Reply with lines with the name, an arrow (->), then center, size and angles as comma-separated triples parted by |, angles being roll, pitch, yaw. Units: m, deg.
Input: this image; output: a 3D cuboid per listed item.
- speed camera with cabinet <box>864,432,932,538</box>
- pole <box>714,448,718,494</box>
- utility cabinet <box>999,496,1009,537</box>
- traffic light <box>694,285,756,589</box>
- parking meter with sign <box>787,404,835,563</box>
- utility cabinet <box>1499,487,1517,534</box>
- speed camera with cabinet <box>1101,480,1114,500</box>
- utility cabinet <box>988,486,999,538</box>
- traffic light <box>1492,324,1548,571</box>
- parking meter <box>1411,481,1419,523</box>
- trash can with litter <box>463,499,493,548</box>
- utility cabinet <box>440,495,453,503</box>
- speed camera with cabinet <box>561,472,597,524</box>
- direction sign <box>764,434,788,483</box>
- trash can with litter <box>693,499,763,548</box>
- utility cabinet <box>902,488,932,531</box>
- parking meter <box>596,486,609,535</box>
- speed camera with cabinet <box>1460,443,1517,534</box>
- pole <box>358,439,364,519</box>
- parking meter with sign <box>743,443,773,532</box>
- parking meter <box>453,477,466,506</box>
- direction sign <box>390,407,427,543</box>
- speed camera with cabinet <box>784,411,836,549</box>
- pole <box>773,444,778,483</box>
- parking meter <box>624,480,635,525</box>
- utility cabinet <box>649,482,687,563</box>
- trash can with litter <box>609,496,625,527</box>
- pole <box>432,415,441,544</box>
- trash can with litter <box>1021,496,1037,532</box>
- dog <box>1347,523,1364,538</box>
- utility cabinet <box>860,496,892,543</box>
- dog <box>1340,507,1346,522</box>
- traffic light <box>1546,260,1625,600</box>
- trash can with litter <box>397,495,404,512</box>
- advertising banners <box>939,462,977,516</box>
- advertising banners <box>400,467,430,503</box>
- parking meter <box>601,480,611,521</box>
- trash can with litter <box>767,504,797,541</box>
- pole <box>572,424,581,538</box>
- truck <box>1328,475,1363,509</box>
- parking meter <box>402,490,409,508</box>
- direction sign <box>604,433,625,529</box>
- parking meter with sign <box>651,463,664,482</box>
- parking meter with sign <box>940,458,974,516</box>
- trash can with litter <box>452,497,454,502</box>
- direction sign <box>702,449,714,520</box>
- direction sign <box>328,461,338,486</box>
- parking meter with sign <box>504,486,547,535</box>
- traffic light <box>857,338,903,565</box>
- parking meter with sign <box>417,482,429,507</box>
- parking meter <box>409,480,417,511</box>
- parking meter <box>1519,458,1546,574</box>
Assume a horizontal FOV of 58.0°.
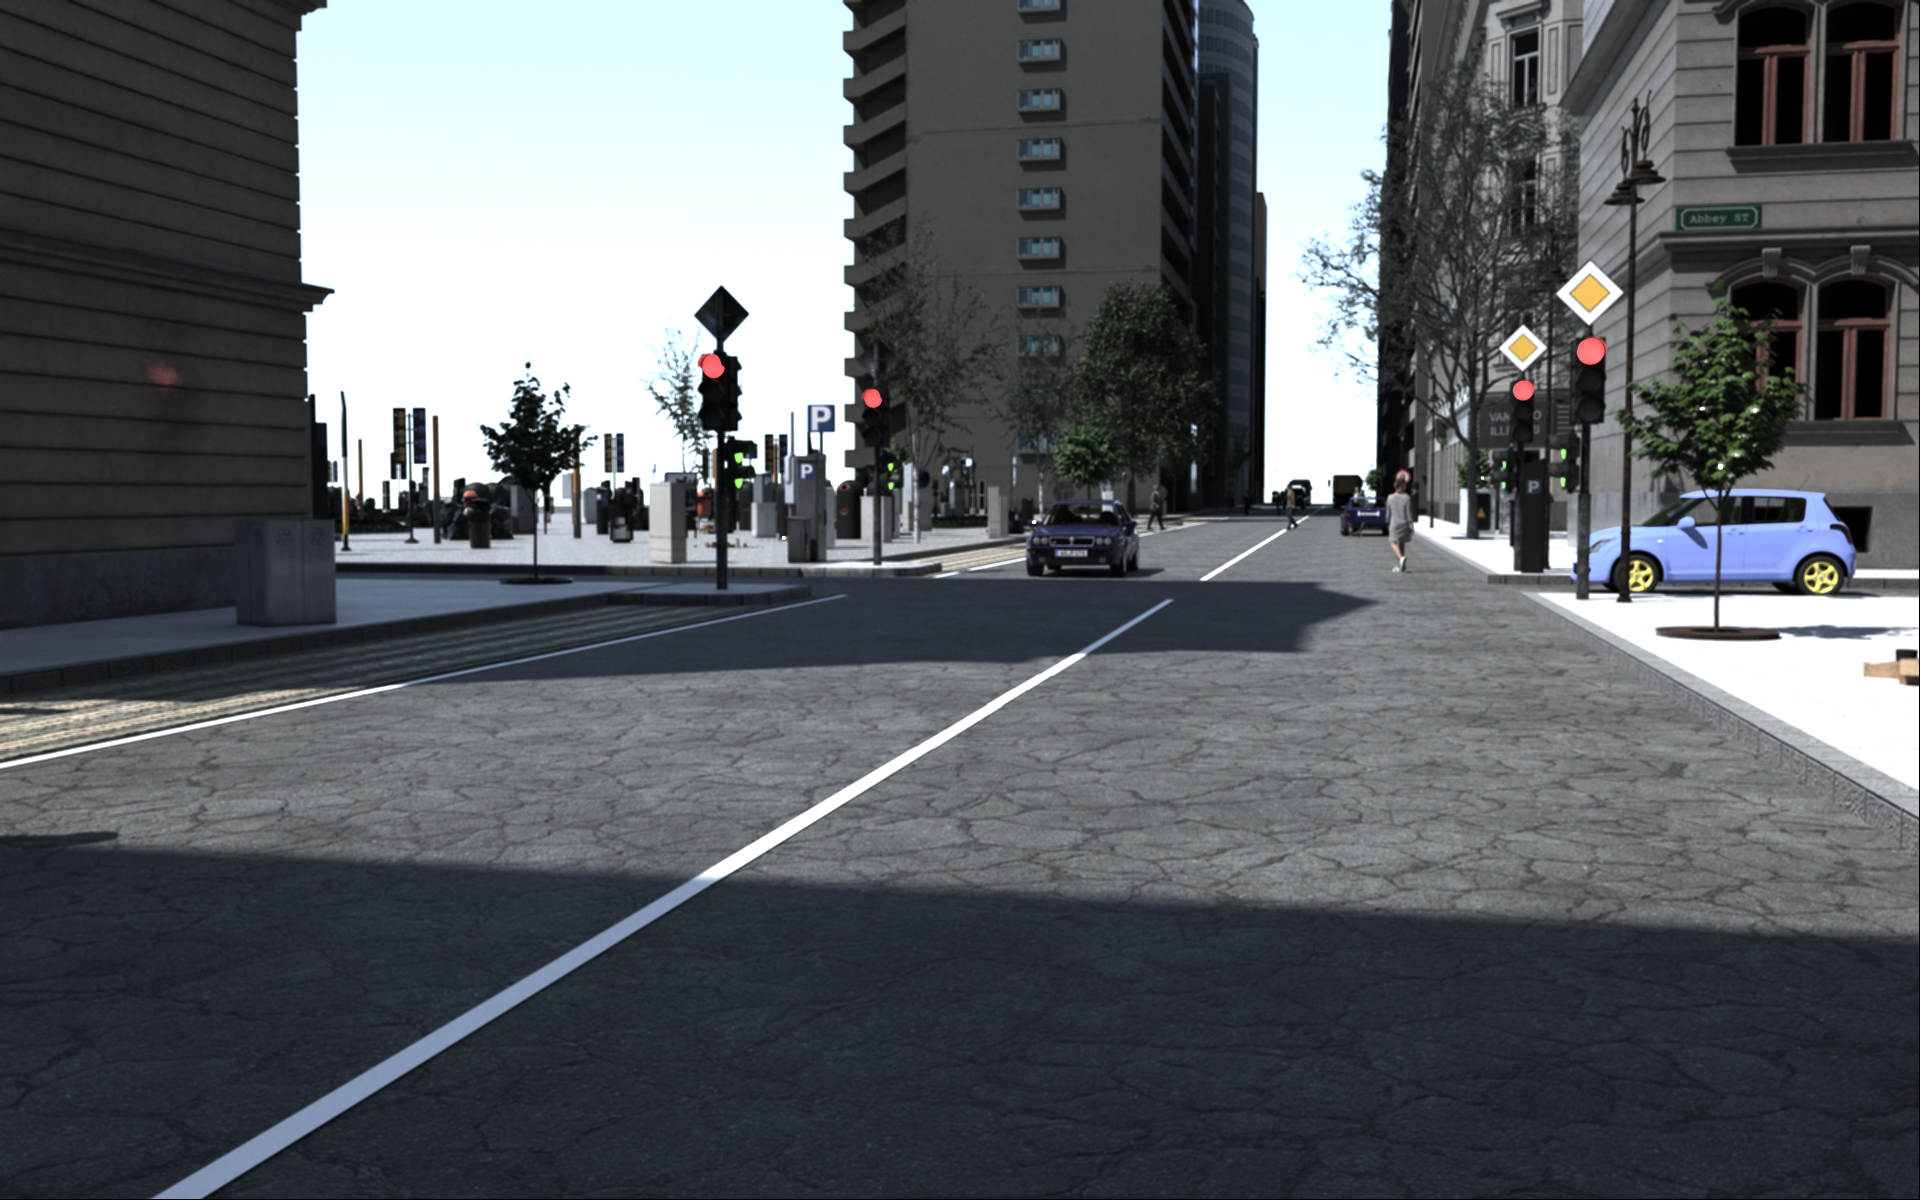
speed camera with cabinet -> -1.853, -3.474, 51.135 | 2.038, 3.252, 0.660 | -2, 4, -30
pole -> -10.756, -5.054, 76.482 | 0.158, 3.312, 0.155 | 0, 3, 0
utility cabinet -> 1.189, -2.513, 52.245 | 0.306, 1.237, 1.020 | -1, 4, -16
traffic light -> -3.202, -2.104, 23.314 | 0.839, 4.253, 0.868 | 1, 4, 12
parking meter with sign -> -2.848, -2.241, 32.904 | 0.543, 3.016, 1.738 | 1, 4, 11
utility cabinet -> 17.409, -2.778, 54.093 | 0.318, 1.500, 1.173 | -2, 4, -34
speed camera with cabinet -> 8.924, -6.757, 104.811 | 0.660, 3.252, 2.038 | 0, 4, -1
utility cabinet -> 0.965, -2.553, 50.417 | 0.318, 1.500, 1.173 | 0, 4, -1
traffic light -> 9.283, -2.436, 28.745 | 0.839, 4.253, 0.868 | 1, 4, 12
parking meter -> 20.532, -4.434, 78.203 | 0.255, 1.863, 0.399 | 2, 4, 34
trash can with litter -> -11.412, -1.814, 41.043 | 0.624, 1.170, 1.055 | -1, 4, -11
utility cabinet -> -22.690, -4.007, 76.676 | 1.020, 1.237, 0.306 | 2, 4, 29
speed camera with cabinet -> -16.284, -4.899, 74.439 | 0.660, 3.252, 2.038 | 2, 4, 24
direction sign -> -6.908, -4.476, 65.179 | 0.876, 3.537, 0.379 | 0, 4, -5
trash can with litter -> -5.634, -1.898, 42.086 | 1.678, 1.210, 2.233 | 0, 4, -7
utility cabinet -> -1.450, -3.078, 59.007 | 0.318, 1.500, 1.173 | 3, 5, 41
parking meter -> -11.365, -2.854, 55.069 | 0.372, 1.533, 0.369 | 0, 3, 0
speed camera with cabinet -> 17.066, -3.732, 55.346 | 2.038, 3.252, 0.660 | -1, 4, -9
pole -> -22.101, -4.284, 63.889 | 0.158, 3.312, 0.155 | 0, 3, 0
parking meter with sign -> -6.674, -3.807, 58.507 | 0.543, 3.016, 1.738 | -3, 4, -36
parking meter -> -17.491, -3.354, 60.542 | 0.255, 1.863, 0.399 | 3, 4, 37
direction sign -> -14.380, -3.261, 45.321 | 0.876, 3.537, 0.379 | 0, 4, 3
speed camera with cabinet -> -3.566, -2.852, 40.973 | 0.660, 3.252, 2.038 | -2, 4, -24
pole -> -7.579, -4.730, 71.175 | 0.158, 3.312, 0.155 | 0, 3, 0
parking meter -> -13.749, -4.061, 72.115 | 0.399, 1.863, 0.255 | 0, 4, -4
utility cabinet -> -5.441, -1.443, 32.268 | 0.318, 1.500, 1.173 | -2, 4, -30
trash can with litter -> -13.688, -3.467, 67.737 | 1.678, 1.210, 2.233 | 0, 4, 5
pole -> -13.562, -3.120, 44.853 | 0.158, 3.312, 0.155 | 0, 3, 0
trash can with litter -> 1.945, -2.932, 58.993 | 2.233, 1.210, 1.678 | -3, 5, -41
dog -> 12.911, -2.281, 56.582 | 0.406, 0.507, 0.540 | 2, 4, 34
utility cabinet -> -2.202, -2.113, 45.704 | 0.306, 1.237, 1.020 | -3, 5, -40
dog -> 19.689, -4.421, 89.113 | 0.800, 0.831, 0.513 | 0, 4, -5
traffic light -> 7.551, -1.959, 20.950 | 0.839, 4.253, 0.868 | 1, 4, 12
trash can with litter -> -29.306, -4.822, 89.905 | 1.678, 1.210, 2.233 | 1, 4, 11
advertising banners -> -0.112, -6.094, 95.828 | 2.074, 3.025, 0.090 | 0, 4, -7
advertising banners -> -34.654, -6.964, 110.050 | 2.074, 3.025, 0.090 | -3, 4, -39
parking meter -> -14.637, -4.027, 71.552 | 0.399, 1.863, 0.255 | 3, 4, 37
trash can with litter -> -4.379, -2.221, 47.369 | 1.678, 1.210, 2.233 | -3, 4, -37
pole -> -11.129, -3.452, 50.287 | 0.158, 3.312, 0.155 | 0, 3, 0
truck -> 38.042, -10.679, 170.527 | 3.469, 3.379, 9.791 | 1, 4, 11
parking meter -> -33.876, -5.959, 105.845 | 0.372, 1.533, 0.369 | 0, 3, 0
direction sign -> -12.820, -4.420, 64.271 | 0.876, 3.537, 0.379 | 2, 4, 24
parking meter with sign -> -16.698, -6.268, 98.744 | 1.738, 3.016, 0.543 | -2, 4, -33
parking meter with sign -> -0.161, -5.371, 84.070 | 1.738, 3.016, 0.543 | -3, 5, -40
trash can with litter -> -26.196, -4.941, 91.840 | 1.678, 1.210, 2.233 | -1, 4, -13
direction sign -> -12.469, -5.792, 86.698 | 0.876, 3.537, 0.379 | -1, 4, -23
direction sign -> -42.370, -7.643, 116.966 | 0.876, 3.537, 0.379 | 1, 4, 17
parking meter with sign -> -13.899, -3.592, 54.991 | 0.543, 3.016, 1.738 | 3, 5, 44
traffic light -> -1.470, -2.580, 31.110 | 0.839, 4.253, 0.868 | 1, 4, 12
parking meter with sign -> -35.060, -7.143, 113.041 | 1.738, 3.016, 0.543 | -2, 4, -23
parking meter -> -23.062, -4.116, 73.004 | 0.255, 1.863, 0.399 | -2, 4, -28
parking meter -> 9.265, -1.367, 28.066 | 0.399, 1.863, 0.255 | 1, 4, 16
